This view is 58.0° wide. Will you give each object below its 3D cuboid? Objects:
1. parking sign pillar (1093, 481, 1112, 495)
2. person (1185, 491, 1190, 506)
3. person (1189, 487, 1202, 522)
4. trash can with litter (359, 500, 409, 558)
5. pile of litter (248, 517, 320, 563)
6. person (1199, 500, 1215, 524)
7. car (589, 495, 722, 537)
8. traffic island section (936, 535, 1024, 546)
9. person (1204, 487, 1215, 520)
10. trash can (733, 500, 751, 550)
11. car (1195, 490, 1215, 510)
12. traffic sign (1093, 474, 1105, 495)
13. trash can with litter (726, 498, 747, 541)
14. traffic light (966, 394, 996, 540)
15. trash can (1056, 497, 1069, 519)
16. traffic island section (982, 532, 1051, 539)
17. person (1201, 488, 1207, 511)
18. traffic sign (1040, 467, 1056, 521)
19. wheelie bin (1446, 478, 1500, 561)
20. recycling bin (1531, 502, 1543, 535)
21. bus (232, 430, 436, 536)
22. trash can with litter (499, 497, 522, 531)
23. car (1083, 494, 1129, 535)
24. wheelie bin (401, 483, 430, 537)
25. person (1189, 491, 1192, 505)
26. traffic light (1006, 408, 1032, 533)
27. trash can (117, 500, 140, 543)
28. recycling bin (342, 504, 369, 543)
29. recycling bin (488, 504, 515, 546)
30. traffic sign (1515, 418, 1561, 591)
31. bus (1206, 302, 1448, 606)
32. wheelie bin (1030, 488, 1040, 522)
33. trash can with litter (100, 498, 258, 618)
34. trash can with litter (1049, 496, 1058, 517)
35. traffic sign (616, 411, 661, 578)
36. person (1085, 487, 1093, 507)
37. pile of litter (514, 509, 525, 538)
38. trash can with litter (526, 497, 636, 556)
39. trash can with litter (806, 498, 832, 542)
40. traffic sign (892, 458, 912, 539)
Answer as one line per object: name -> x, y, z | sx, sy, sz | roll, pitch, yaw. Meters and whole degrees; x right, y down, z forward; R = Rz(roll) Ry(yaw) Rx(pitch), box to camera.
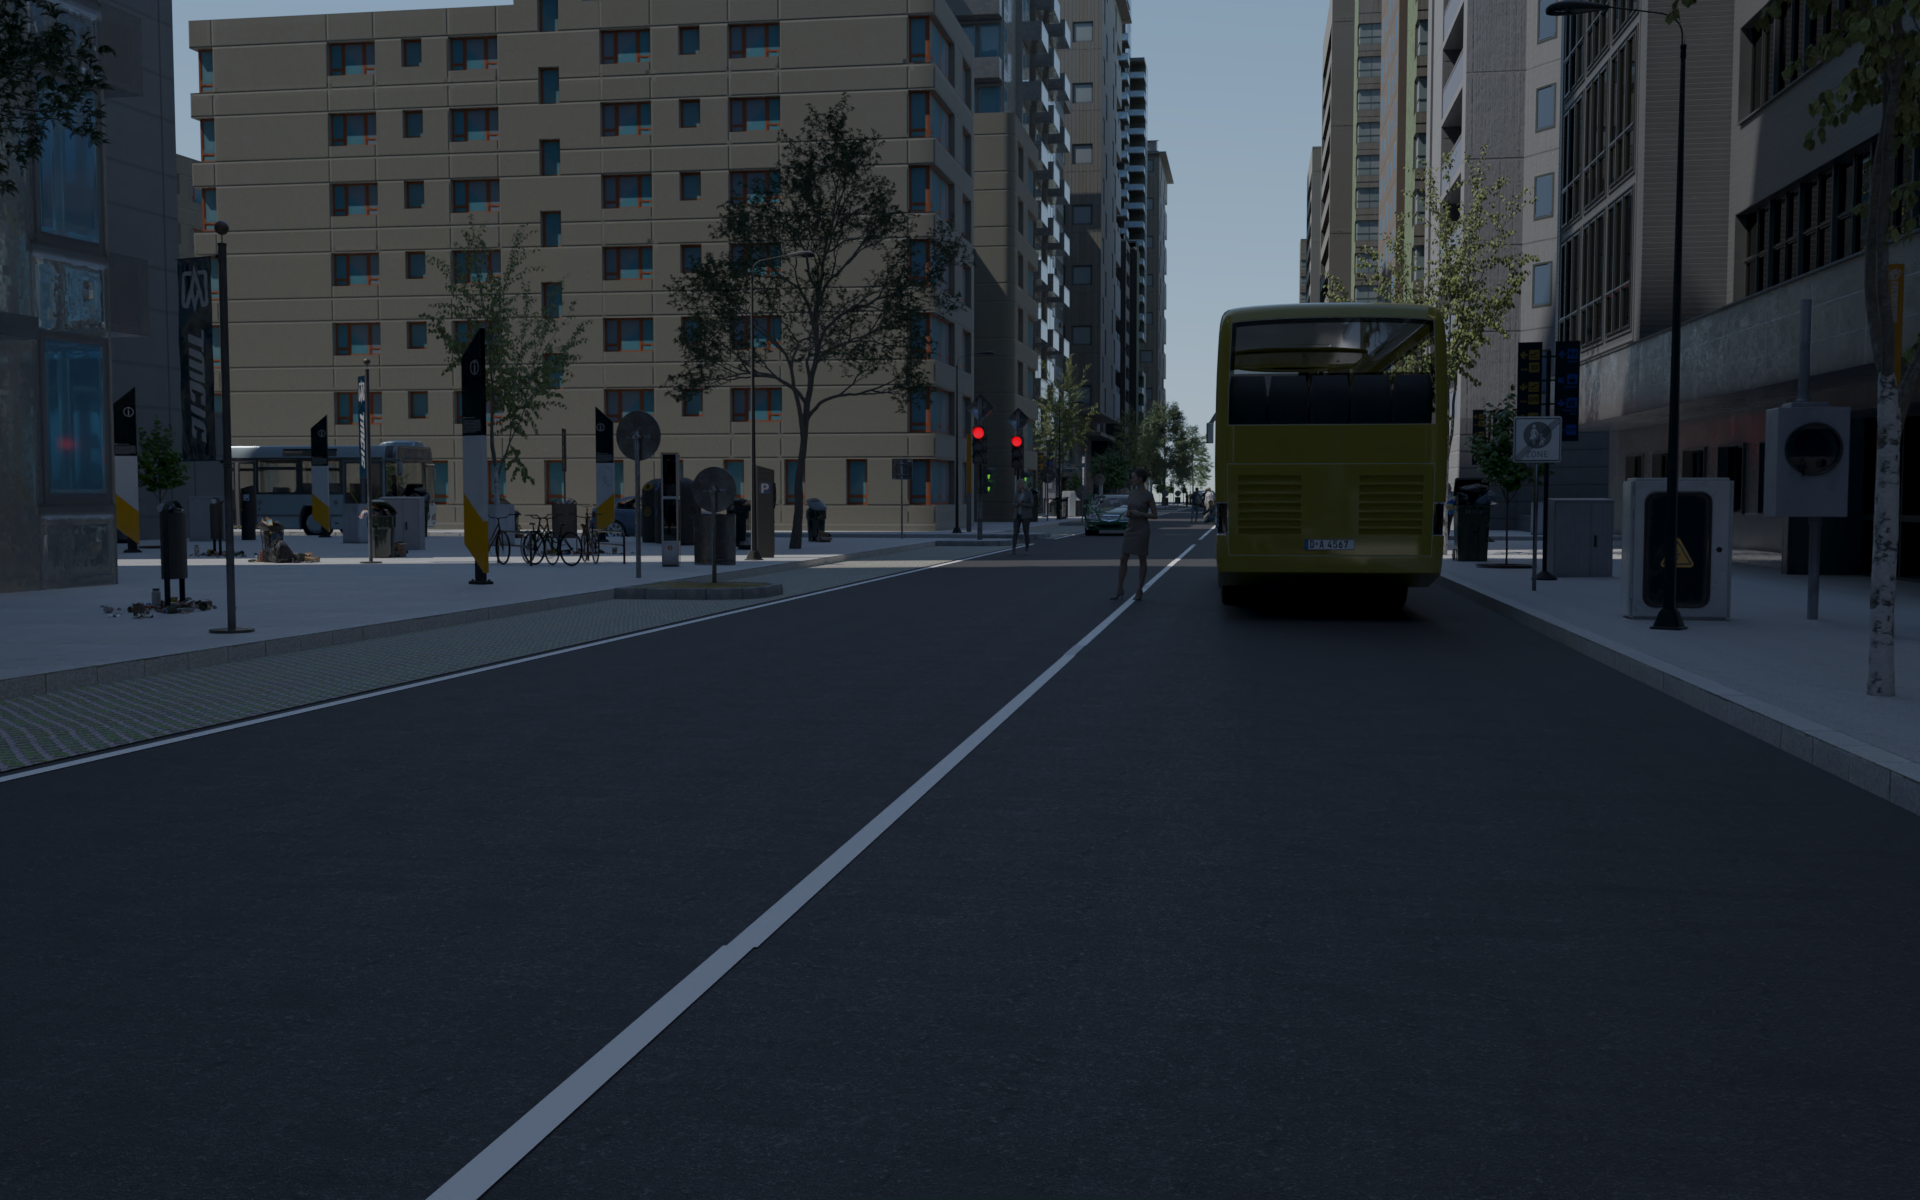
parking sign pillar -> 10.430, -8.455, 126.710 | 1.447, 3.967, 1.447 | 1, 4, 20
person -> 24.575, -10.864, 186.852 | 0.721, 1.736, 1.217 | 2, 4, 28
person -> 11.903, -4.811, 87.506 | 0.623, 1.781, 0.721 | 0, 4, 3
trash can with litter -> -11.623, -1.445, 35.020 | 0.624, 1.170, 1.055 | 0, 4, 8
pile of litter -> -12.780, -1.146, 32.695 | 1.176, 0.858, 1.719 | -3, 4, -37
person -> 11.862, -4.163, 82.064 | 0.738, 1.151, 1.012 | -1, 4, -19
car -> -9.131, -2.529, 53.344 | 4.499, 1.417, 2.014 | 1, 4, 11
traffic island section -> 0.537, -1.611, 48.616 | 2.009, 0.180, 2.903 | 1, 4, 10
person -> 13.412, -5.187, 93.537 | 0.641, 1.798, 0.478 | -1, 4, -22
trash can -> -4.916, -1.738, 40.064 | 0.748, 1.137, 0.748 | 0, 3, 0
car -> 22.261, -9.055, 156.715 | 2.281, 1.827, 5.304 | 0, 4, 8
traffic sign -> 8.796, -6.690, 109.488 | 0.768, 2.556, 0.104 | 1, 4, 18
trash can with litter -> -6.251, -2.171, 46.888 | 1.055, 1.170, 0.624 | 2, 4, 27
traffic light -> 0.575, -3.642, 48.475 | 0.839, 4.253, 0.868 | 1, 4, 10
trash can -> 5.300, -4.775, 89.723 | 0.748, 1.137, 0.748 | 0, 3, 0
traffic island section -> 1.862, -2.092, 56.491 | 2.009, 0.180, 2.903 | 1, 4, 10
person -> 17.792, -7.165, 125.416 | 0.659, 1.850, 0.755 | 3, 4, 37
traffic sign -> 4.162, -5.034, 82.415 | 0.768, 2.556, 0.104 | 1, 4, 17
wheelie bin -> 9.811, -1.541, 33.105 | 0.980, 1.594, 0.693 | 0, 4, 8
recycling bin -> 18.366, -2.563, 54.453 | 0.722, 1.027, 0.722 | 2, 4, 25
bus -> -22.969, -3.772, 56.538 | 13.247, 3.499, 2.948 | 1, 4, 11
trash can with litter -> -15.621, -2.977, 60.057 | 1.055, 1.170, 0.624 | 2, 4, 31
car -> 5.479, -3.037, 61.451 | 2.131, 1.459, 4.920 | 1, 4, 9
wheelie bin -> -16.162, -2.665, 51.481 | 0.693, 1.594, 0.980 | 2, 4, 26
person -> 28.966, -12.808, 218.000 | 1.348, 1.812, 0.705 | -3, 5, -41
traffic light -> 1.900, -4.124, 56.350 | 0.839, 4.253, 0.868 | 1, 4, 10
trash can -> -21.754, -2.049, 45.149 | 0.748, 1.137, 0.748 | 0, 3, 0
recycling bin -> -15.679, -2.009, 45.407 | 0.722, 1.027, 0.722 | 2, 4, 34
recycling bin -> -11.573, -1.867, 43.079 | 0.722, 1.027, 0.722 | 2, 4, 24
traffic sign -> 7.617, -1.271, 22.916 | 0.606, 2.300, 0.079 | 1, 4, 10
bus -> 4.988, -2.054, 25.134 | 2.896, 3.916, 12.252 | 1, 4, 8
wheelie bin -> 3.339, -4.391, 79.695 | 0.693, 1.594, 0.980 | 0, 4, 3
trash can with litter -> -8.798, -0.477, 18.856 | 1.678, 1.210, 2.233 | 0, 4, -7
trash can with litter -> 5.382, -5.305, 98.129 | 0.624, 1.170, 1.055 | 1, 4, 9
traffic sign -> -4.921, -1.611, 26.445 | 0.768, 2.556, 0.104 | 1, 4, 19
person -> 6.102, -4.552, 83.175 | 0.600, 1.795, 0.529 | 0, 4, 7
pile of litter -> -13.279, -2.238, 50.559 | 1.176, 0.858, 1.719 | -2, 4, -33
trash can with litter -> -8.020, -1.576, 36.828 | 2.233, 1.210, 1.678 | 0, 4, -7
trash can with litter -> -3.712, -2.142, 46.406 | 0.624, 1.170, 1.055 | -2, 4, -29
traffic sign -> -1.668, -2.913, 49.754 | 0.606, 2.300, 0.079 | 1, 4, 14
